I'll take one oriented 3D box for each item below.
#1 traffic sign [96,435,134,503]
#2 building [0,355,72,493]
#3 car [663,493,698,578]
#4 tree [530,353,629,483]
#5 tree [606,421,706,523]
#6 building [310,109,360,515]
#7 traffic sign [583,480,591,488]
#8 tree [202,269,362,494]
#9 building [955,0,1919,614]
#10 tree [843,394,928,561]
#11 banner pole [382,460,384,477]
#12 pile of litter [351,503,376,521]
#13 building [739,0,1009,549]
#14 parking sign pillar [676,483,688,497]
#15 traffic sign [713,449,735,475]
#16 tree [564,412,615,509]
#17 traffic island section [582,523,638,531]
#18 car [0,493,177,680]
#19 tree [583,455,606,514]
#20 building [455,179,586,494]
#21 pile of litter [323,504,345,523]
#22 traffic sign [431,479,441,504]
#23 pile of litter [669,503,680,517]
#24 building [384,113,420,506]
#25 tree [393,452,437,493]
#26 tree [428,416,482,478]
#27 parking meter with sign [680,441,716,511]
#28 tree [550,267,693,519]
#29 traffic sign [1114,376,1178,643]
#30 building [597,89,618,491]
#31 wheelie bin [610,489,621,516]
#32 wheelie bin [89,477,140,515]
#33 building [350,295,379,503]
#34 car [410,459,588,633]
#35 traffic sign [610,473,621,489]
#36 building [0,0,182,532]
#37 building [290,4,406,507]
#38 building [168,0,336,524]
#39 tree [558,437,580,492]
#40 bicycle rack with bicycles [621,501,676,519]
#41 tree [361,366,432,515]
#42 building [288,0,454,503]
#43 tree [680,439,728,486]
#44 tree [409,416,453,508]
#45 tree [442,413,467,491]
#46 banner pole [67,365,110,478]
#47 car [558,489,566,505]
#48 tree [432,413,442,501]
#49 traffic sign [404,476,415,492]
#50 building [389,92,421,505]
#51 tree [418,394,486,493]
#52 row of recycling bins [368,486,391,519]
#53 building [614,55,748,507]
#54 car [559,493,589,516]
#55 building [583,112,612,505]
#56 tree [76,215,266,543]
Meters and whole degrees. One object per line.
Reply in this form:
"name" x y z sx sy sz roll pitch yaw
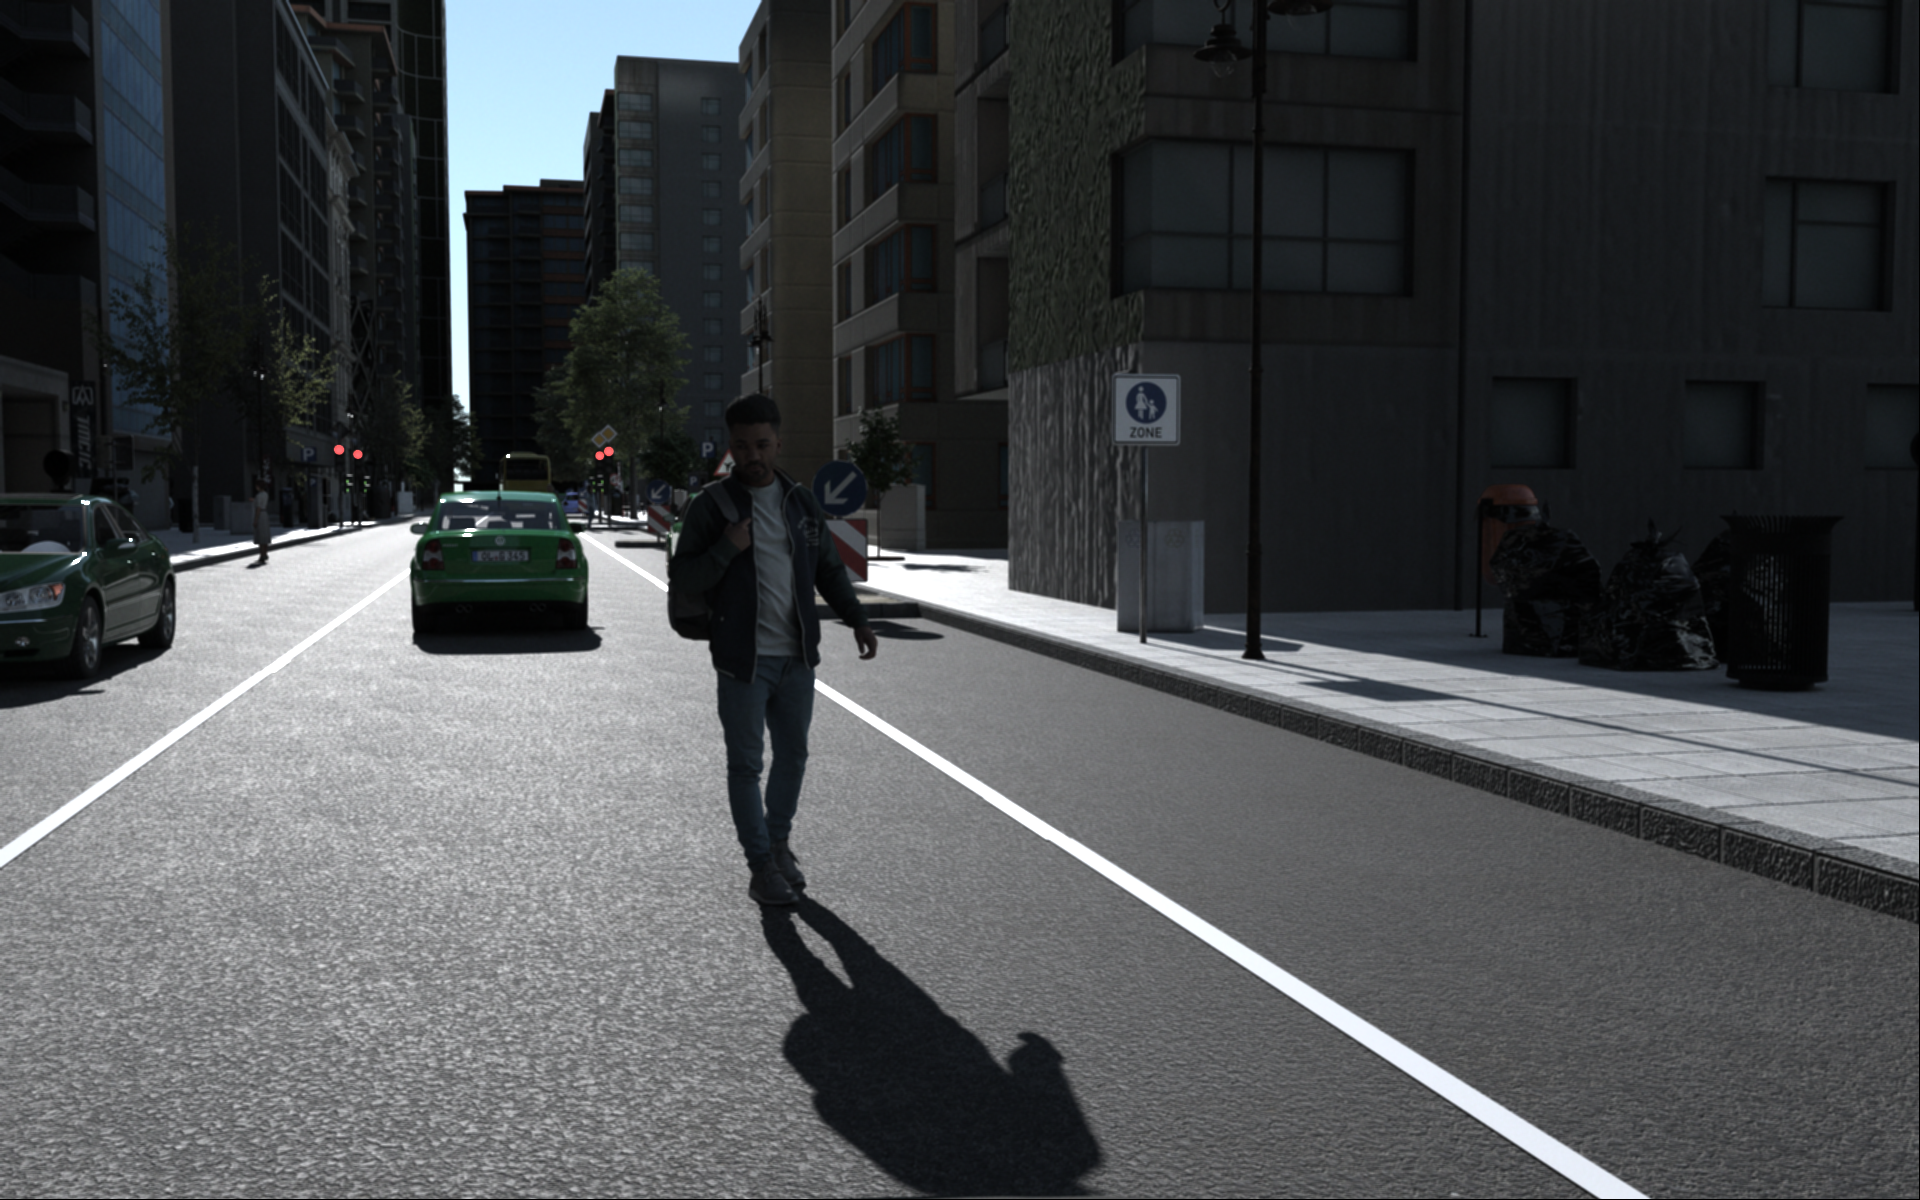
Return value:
"traffic sign" -14.727 -1.718 30.213 0.606 2.300 0.079 0 4 -8
"building" -26.772 -35.955 26.123 20.563 71.187 20.611 -1 4 -14
"car" -3.813 -1.191 28.268 1.959 1.807 4.718 -1 4 -13
"tree" -33.192 -15.093 153.429 9.857 13.997 8.962 0 3 0
"tree" -13.022 -5.788 78.348 4.285 4.588 4.351 0 3 0
"building" -45.649 -19.630 108.338 14.401 28.519 23.554 -1 4 -14
"traffic sign" -31.815 -9.049 148.061 0.768 2.556 0.104 -1 4 -10
"tree" -23.072 -6.546 57.383 4.360 8.622 3.978 0 3 0
"building" 7.034 -20.906 25.404 14.154 41.232 14.086 -1 4 -14
"tree" -1.455 -2.392 33.713 1.663 3.219 1.824 0 3 0
"banner pole" -42.743 -8.460 128.343 0.401 3.779 0.863 -2 4 -29
"pile of litter" -28.387 -4.184 82.366 1.176 0.858 1.719 -1 4 -16
"building" 8.423 -12.947 56.731 27.650 21.520 28.899 -1 4 -14
"parking sign pillar" -19.550 -8.171 122.066 1.447 3.967 1.447 1 4 23
"traffic sign" -6.600 -3.027 49.495 0.884 2.594 0.081 -1 4 -10
"tree" -35.987 -13.076 164.152 4.737 8.622 4.395 0 3 0
"traffic island section" -14.017 -2.879 69.357 2.009 0.180 2.903 -1 4 -14
"car" -7.962 -0.175 14.656 2.131 1.459 4.920 -1 4 -13
"tree" -22.705 -7.841 111.920 4.285 4.588 4.351 0 3 0
"building" -56.175 -36.036 243.813 28.867 44.769 22.147 -1 4 -14
"pile of litter" -28.412 -3.877 77.348 1.719 0.858 1.176 0 4 -1
"traffic sign" -44.675 -9.025 147.670 0.768 2.556 0.104 -1 4 -13
"pile of litter" -15.904 -5.033 96.260 1.719 0.858 1.176 1 4 9
"building" -64.101 -30.336 179.595 14.154 41.232 14.086 -1 4 -14
"tree" -42.983 -9.357 136.702 4.285 4.588 4.351 0 3 0
"tree" -60.683 -16.677 207.082 7.601 10.594 8.767 0 4 -5
"parking meter with sign" -8.589 -3.693 56.635 0.543 3.016 1.738 1 4 18
"tree" -16.810 -10.326 86.962 7.486 12.596 7.792 0 3 0
"traffic sign" 1.577 -0.778 14.842 0.606 2.300 0.079 -1 4 -12
"building" -27.703 -32.645 188.378 22.147 44.769 28.867 -1 4 -14
"wheelie bin" -20.262 -5.755 102.001 0.693 1.594 0.980 -3 5 -41
"wheelie bin" -15.914 -1.508 32.571 0.980 1.594 0.693 -3 5 -43
"building" -52.044 -15.943 128.114 16.820 18.784 16.811 -1 4 -14
"car" -5.164 -0.650 19.419 1.959 1.807 4.718 -1 4 -15
"traffic sign" -20.910 -6.415 104.994 0.768 2.556 0.104 0 4 -7
"building" -33.371 -24.649 53.122 14.200 45.320 14.600 -1 4 -14
"building" -62.869 -30.768 157.682 22.147 44.769 28.867 -1 4 -14
"building" -39.639 -17.852 85.390 14.314 27.812 24.014 -1 4 -14
"tree" -41.442 -14.354 185.041 4.360 8.622 3.978 0 3 0
"bicycle rack with bicycles" -16.505 -4.736 90.810 2.852 0.926 2.925 -2 4 -32
"tree" -32.562 -9.016 97.778 4.360 8.622 3.978 0 3 0
"building" -80.677 -48.823 236.500 20.611 71.187 20.563 -1 4 -14
"tree" -8.580 -4.007 60.117 1.663 3.219 1.824 0 3 0
"tree" -49.241 -12.933 161.814 4.737 8.622 4.395 0 3 0
"tree" -46.523 -12.487 154.530 4.360 8.622 3.978 0 3 0
"banner pole" -16.845 -2.671 33.685 0.863 3.779 0.401 -1 4 -18
"car" -31.564 -7.851 137.165 1.959 1.807 4.718 -1 4 -14
"tree" -34.629 -9.535 106.264 4.360 8.622 3.978 0 3 0
"traffic sign" -39.161 -7.532 123.259 0.768 2.556 0.104 0 4 -6
"building" -74.920 -35.417 202.771 21.600 48.544 21.300 -1 4 -14
"tree" -57.581 -16.981 195.762 7.486 12.596 7.792 0 3 0
"row of recycling bins" -30.333 -5.097 90.442 1.069 1.692 3.534 -1 4 -14
"building" -26.005 -29.554 166.798 14.154 41.232 14.086 -1 4 -14
"car" -23.503 -5.891 105.905 1.945 1.707 3.694 -1 4 -15
"building" -34.678 -36.011 212.480 21.300 48.544 21.600 -1 4 -14
"tree" -20.253 -5.798 45.160 4.737 8.622 4.395 0 3 0
